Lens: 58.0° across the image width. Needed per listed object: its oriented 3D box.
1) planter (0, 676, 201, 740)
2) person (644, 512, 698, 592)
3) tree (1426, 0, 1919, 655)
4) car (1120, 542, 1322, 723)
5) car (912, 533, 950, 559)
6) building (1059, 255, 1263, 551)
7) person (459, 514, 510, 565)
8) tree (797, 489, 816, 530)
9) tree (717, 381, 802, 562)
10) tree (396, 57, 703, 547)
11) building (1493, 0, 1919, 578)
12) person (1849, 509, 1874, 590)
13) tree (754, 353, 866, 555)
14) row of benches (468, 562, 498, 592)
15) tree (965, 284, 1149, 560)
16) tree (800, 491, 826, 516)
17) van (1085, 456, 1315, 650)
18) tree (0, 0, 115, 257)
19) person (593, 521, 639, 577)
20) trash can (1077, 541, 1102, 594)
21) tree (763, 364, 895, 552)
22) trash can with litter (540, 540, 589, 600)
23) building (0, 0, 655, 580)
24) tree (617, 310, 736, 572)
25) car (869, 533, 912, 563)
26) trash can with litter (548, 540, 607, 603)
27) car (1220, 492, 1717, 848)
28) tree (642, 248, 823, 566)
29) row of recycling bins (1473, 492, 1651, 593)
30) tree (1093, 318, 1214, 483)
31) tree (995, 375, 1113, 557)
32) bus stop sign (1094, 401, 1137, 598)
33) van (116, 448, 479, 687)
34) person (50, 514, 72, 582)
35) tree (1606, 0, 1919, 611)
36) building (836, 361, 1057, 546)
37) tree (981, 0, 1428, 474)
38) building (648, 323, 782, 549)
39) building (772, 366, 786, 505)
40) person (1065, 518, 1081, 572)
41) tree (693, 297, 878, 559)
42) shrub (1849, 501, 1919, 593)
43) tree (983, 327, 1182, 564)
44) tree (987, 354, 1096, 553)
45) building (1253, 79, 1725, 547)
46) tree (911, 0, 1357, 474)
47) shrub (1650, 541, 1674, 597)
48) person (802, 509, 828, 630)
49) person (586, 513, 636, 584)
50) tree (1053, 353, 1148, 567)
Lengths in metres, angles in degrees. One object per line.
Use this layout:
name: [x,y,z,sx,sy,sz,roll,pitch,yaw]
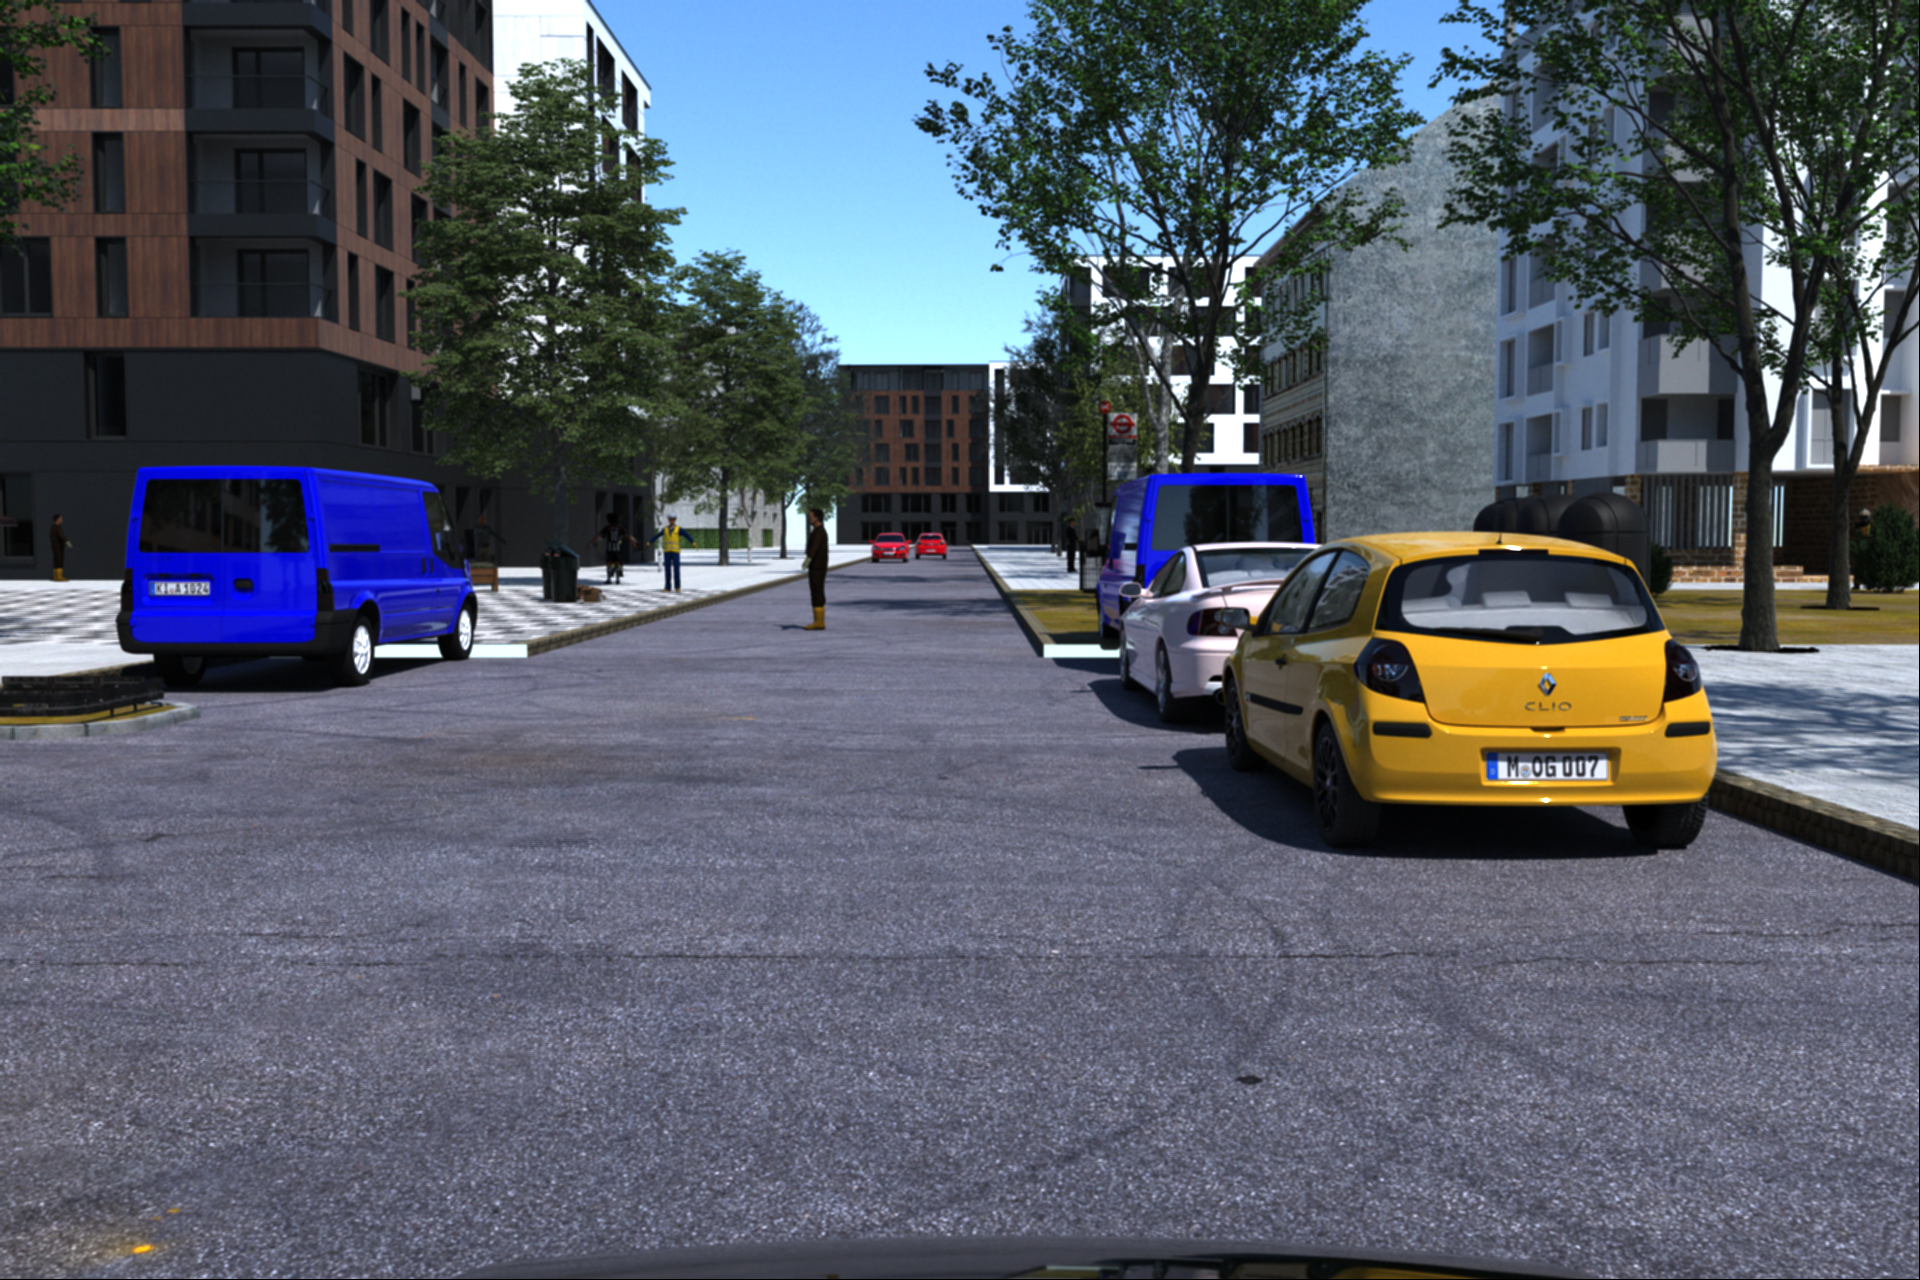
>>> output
planter: [-6.920,0.496,13.027,1.991,0.319,1.994,0,4,0]
person: [-6.385,-1.947,38.290,1.216,1.772,0.721,0,4,6]
tree: [8.892,-5.687,18.738,9.928,11.665,9.643,0,3,0]
car: [2.430,-0.131,14.501,2.083,1.381,4.827,0,4,-1]
car: [-1.665,-5.541,99.635,2.155,1.783,4.494,0,4,-1]
building: [22.029,-18.304,143.249,27.936,21.610,32.646,0,4,0]
person: [-12.263,-2.336,44.469,1.348,1.796,0.705,-2,4,-25]
tree: [-17.524,-16.061,212.951,4.360,8.622,3.978,0,3,0]
tree: [-9.643,-7.805,77.973,4.360,8.622,3.978,0,3,0]
tree: [-9.885,-7.558,41.705,7.486,12.596,7.792,0,3,0]
building: [23.648,-12.337,58.130,16.016,20.090,11.380,0,4,0]
person: [20.769,-2.082,39.811,1.354,1.858,0.705,3,4,38]
tree: [-9.665,-11.650,108.599,7.486,12.596,7.792,0,3,0]
row of benches: [-12.083,-1.374,37.926,4.104,0.672,1.422,-1,4,-21]
tree: [5.384,-10.756,86.227,12.009,13.543,11.850,0,3,0]
tree: [-17.601,-16.340,217.513,4.360,8.622,3.978,0,3,0]
van: [2.668,-0.941,19.775,2.240,2.365,5.245,0,4,-1]
tree: [-13.094,-5.641,17.986,9.928,11.665,9.643,0,3,0]
person: [-10.302,-2.819,51.865,1.354,1.856,0.705,0,4,-6]
trash can: [2.893,-1.581,37.496,0.748,1.137,0.748,0,3,0]
tree: [-9.703,-13.010,123.085,12.009,13.543,11.850,0,3,0]
trash can with litter: [-7.674,-1.376,33.885,1.055,1.170,0.624,0,4,0]
building: [-28.108,-13.435,63.638,27.936,21.610,32.646,0,3,0]
tree: [-10.206,-6.558,57.590,4.360,8.622,3.978,0,3,0]
car: [-3.519,-4.822,87.878,2.155,1.783,4.494,0,3,0]
trash can with litter: [-7.197,-1.297,32.594,1.055,1.170,0.624,0,4,1]
car: [2.499,0.053,9.349,2.015,1.641,3.980,0,4,-1]
tree: [-9.145,-9.253,69.411,7.486,12.596,7.792,0,3,0]
row of recycling bins: [6.255,-0.686,18.334,1.069,1.692,3.534,0,4,0]
tree: [6.349,-6.675,59.503,4.737,8.622,4.395,0,3,0]
tree: [5.782,-9.997,97.858,8.767,10.594,7.601,2,4,24]
bus stop sign: [3.120,-2.819,34.795,0.855,3.939,0.416,0,4,-2]
van: [-6.542,-0.828,17.929,2.240,2.365,5.245,0,3,0]
person: [-24.357,-2.490,46.844,0.704,1.812,1.346,-3,5,-45]
tree: [15.117,-6.323,29.133,9.928,11.665,9.643,0,3,0]
building: [1.866,-22.688,217.377,32.646,21.610,27.936,0,4,3]
tree: [3.927,-6.294,28.663,9.928,11.665,9.643,0,3,0]
building: [-26.826,-18.017,161.037,16.747,18.905,31.486,0,4,1]
building: [-24.748,-19.961,182.774,16.016,20.090,11.380,0,3,0]
person: [3.794,-3.211,58.432,0.705,1.837,1.347,2,4,24]
tree: [-9.000,-10.943,89.290,12.009,13.543,11.850,0,3,0]
shrub: [20.189,-2.032,37.641,1.690,2.028,1.600,0,3,0]
tree: [5.275,-8.558,74.331,8.767,10.594,7.601,0,4,-1]
tree: [6.330,-12.521,115.085,12.009,13.543,11.850,0,3,0]
building: [26.065,-15.726,88.044,19.493,23.208,18.063,0,4,0]
tree: [4.851,-11.658,46.502,12.611,20.169,13.585,0,3,0]
shrub: [13.974,-1.471,35.163,1.383,1.207,1.383,0,3,0]
person: [-2.171,-1.061,25.943,0.704,1.812,1.346,0,4,2]
person: [-8.916,-2.340,44.407,1.345,1.843,0.704,-2,4,-31]
tree: [5.448,-7.168,67.560,4.737,8.622,4.395,0,3,0]
